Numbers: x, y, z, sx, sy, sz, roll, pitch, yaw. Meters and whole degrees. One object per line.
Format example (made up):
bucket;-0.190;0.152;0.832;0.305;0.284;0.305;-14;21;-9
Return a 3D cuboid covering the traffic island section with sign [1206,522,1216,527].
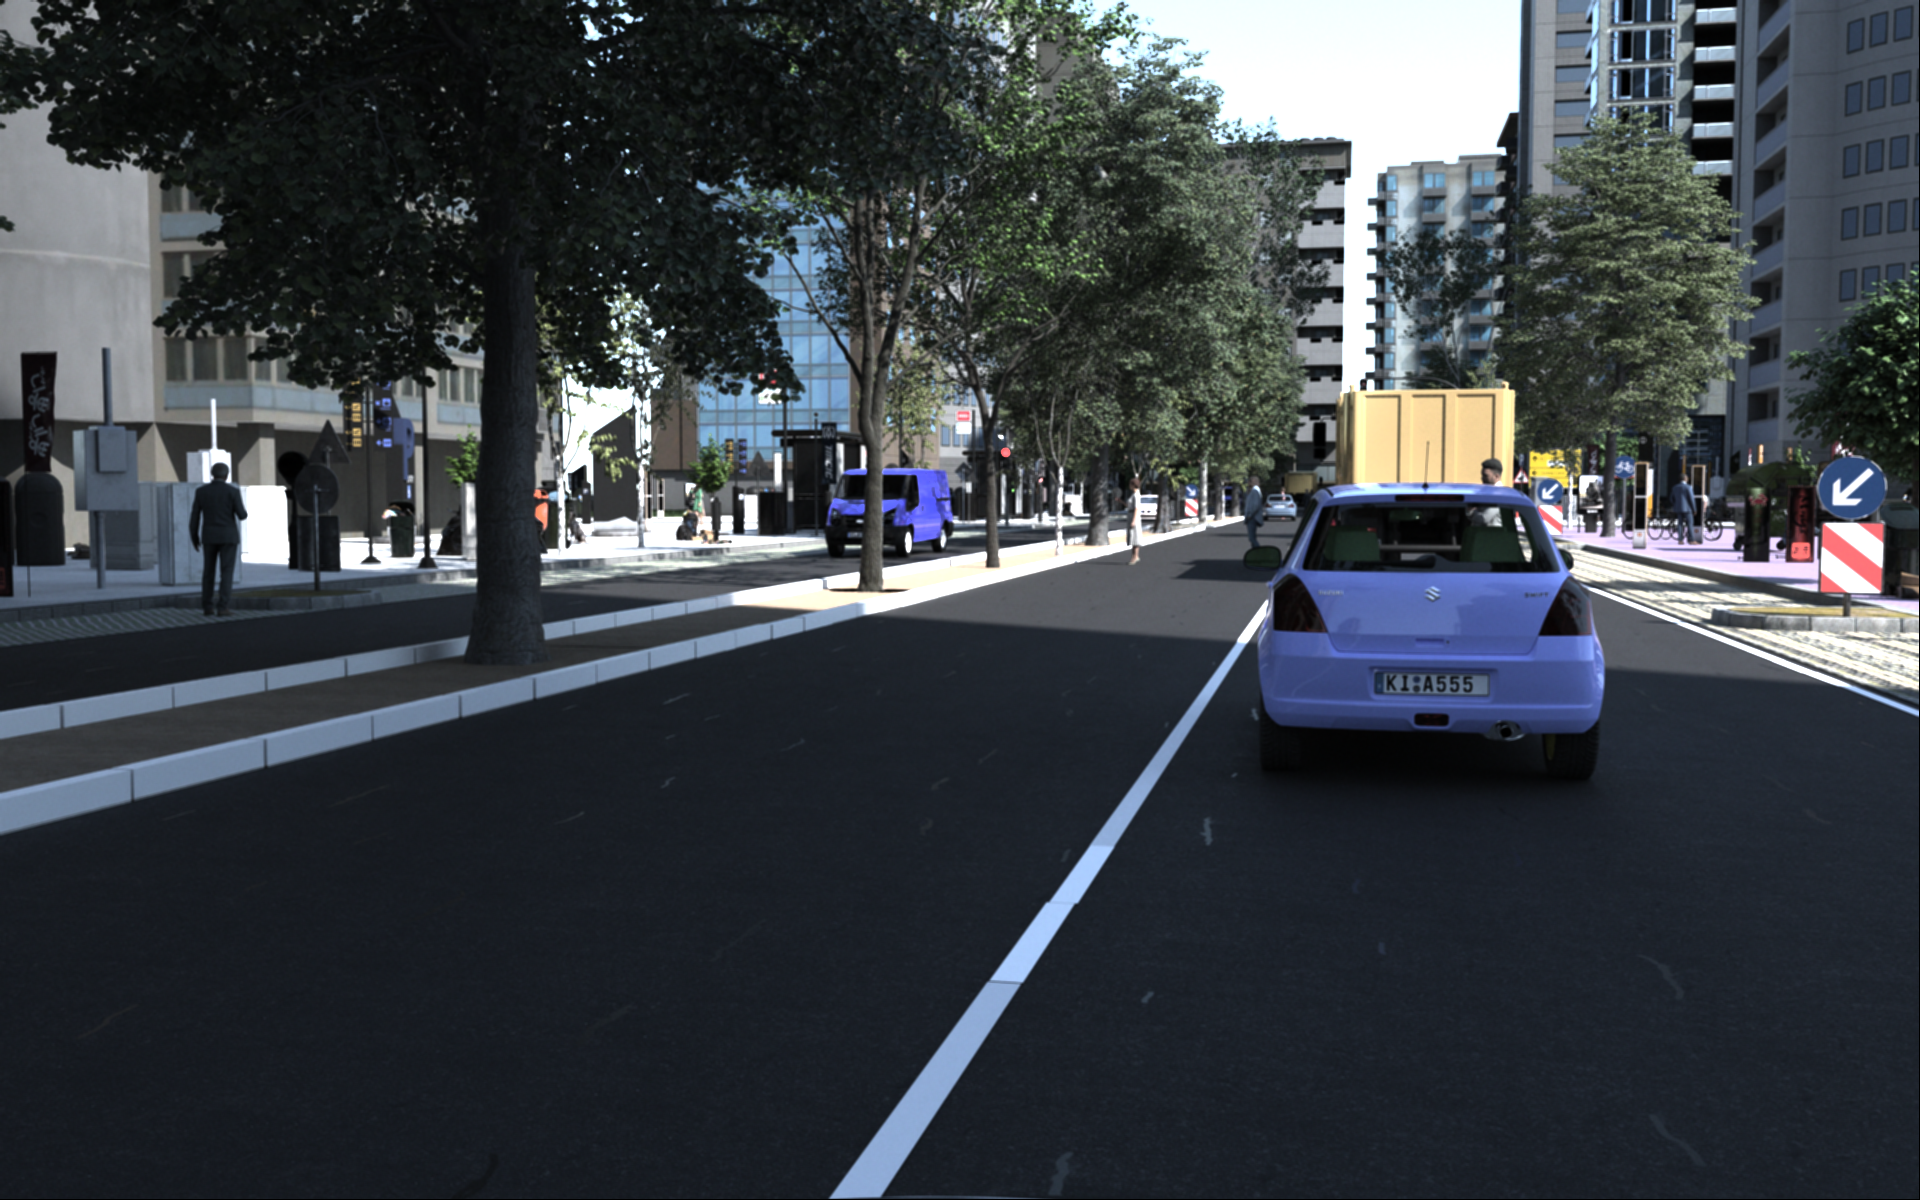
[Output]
traffic island section with sign;10.335;-4.215;77.044;2.006;1.907;1.989;1;4;12

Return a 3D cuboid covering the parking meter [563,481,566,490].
parking meter;-17.427;-4.290;75.851;0.255;1.863;0.399;1;4;11

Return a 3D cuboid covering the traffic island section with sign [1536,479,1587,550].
traffic island section with sign;15.145;-2.228;45.064;1.989;1.847;2.006;1;4;12

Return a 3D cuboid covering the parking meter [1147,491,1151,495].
parking meter;15.725;-8.278;143.762;0.372;1.533;0.369;0;3;0

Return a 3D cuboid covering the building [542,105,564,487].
building;-33.224;-20.306;103.698;14.107;30.474;14.160;1;4;12

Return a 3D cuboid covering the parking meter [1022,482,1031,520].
parking meter;3.347;-4.952;86.679;0.399;1.863;0.255;2;4;32

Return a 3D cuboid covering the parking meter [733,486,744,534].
parking meter;-7.158;-2.909;55.971;0.372;1.533;0.369;0;3;0

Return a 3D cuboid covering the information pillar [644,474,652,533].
information pillar;-10.454;-3.249;57.609;0.304;2.012;0.304;2;4;28

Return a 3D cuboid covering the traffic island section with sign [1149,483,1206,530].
traffic island section with sign;8.722;-3.772;69.814;2.006;1.907;1.989;1;4;12

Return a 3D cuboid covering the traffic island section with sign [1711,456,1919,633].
traffic island section with sign;9.307;-0.619;18.746;1.989;1.847;2.006;1;4;12

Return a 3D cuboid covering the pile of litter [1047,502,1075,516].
pile of litter;6.166;-5.390;102.093;1.176;0.858;1.719;-1;4;-19

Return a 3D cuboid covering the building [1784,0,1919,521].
building;55.854;-33.307;86.565;28.212;58.520;21.231;1;4;12

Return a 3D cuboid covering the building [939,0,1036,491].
building;-6.944;-36.206;133.973;21.231;58.520;28.212;1;4;12

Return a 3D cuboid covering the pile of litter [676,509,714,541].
pile of litter;-7.243;-2.088;48.102;1.176;0.858;1.719;2;4;30

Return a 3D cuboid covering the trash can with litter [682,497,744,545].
trash can with litter;-6.427;-2.050;44.575;1.678;1.210;2.233;0;4;-1

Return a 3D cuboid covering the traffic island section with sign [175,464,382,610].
traffic island section with sign;-8.586;-0.832;22.232;1.989;1.847;2.006;1;4;12

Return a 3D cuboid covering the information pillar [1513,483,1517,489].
information pillar;31.598;-5.775;98.921;0.304;2.012;0.304;-2;4;-32

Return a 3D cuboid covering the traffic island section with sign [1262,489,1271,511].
traffic island section with sign;26.601;-8.702;150.407;2.006;1.907;1.989;1;4;12

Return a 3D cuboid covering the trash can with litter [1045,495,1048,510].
trash can with litter;7.291;-7.884;139.966;2.233;1.210;1.678;-2;4;-34

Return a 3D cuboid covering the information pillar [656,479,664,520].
information pillar;-14.840;-4.969;85.741;0.304;2.012;0.304;-1;4;-23

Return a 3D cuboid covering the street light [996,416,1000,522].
street light;2.219;-6.508;78.944;1.470;5.913;1.316;1;4;12

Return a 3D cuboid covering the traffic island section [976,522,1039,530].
traffic island section;1.907;-2.985;71.079;2.009;0.180;2.903;1;4;12

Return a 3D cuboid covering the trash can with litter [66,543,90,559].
trash can with litter;-17.092;-1.403;34.331;0.624;1.170;1.055;2;4;29

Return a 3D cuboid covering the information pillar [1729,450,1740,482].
information pillar;41.284;-6.175;92.310;0.504;3.616;0.183;2;4;34

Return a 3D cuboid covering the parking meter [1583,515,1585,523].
parking meter;27.786;-4.350;76.832;0.255;1.863;0.399;1;4;18

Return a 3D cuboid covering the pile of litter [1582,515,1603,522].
pile of litter;29.665;-4.060;80.345;1.719;0.858;1.176;0;4;-1

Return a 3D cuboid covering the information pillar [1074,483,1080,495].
information pillar;7.606;-6.615;112.649;0.304;2.012;0.304;3;5;44

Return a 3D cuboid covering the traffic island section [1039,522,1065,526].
traffic island section;3.637;-3.461;78.875;2.009;0.180;2.903;1;4;12

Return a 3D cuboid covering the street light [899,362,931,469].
street light;-1.589;-5.432;61.347;1.470;5.913;1.316;1;4;12

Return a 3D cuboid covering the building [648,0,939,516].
building;-9.605;-27.828;105.107;14.600;45.320;14.200;1;4;12

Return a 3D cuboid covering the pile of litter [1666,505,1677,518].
pile of litter;38.191;-4.794;92.347;1.719;0.858;1.176;2;4;25

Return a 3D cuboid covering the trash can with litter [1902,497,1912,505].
trash can with litter;41.409;-3.836;73.769;2.233;1.210;1.678;3;5;43

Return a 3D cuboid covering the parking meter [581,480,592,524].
parking meter;-15.745;-4.120;73.073;0.399;1.863;0.255;0;4;0

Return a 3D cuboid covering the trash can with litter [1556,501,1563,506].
trash can with litter;36.935;-5.875;107.441;0.624;1.170;1.055;-1;4;-20

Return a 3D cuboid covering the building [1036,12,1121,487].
building;4.715;-34.078;180.875;21.300;48.544;21.600;1;4;12

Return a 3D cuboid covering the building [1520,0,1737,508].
building;54.942;-49.790;126.738;22.319;86.520;31.000;1;4;12

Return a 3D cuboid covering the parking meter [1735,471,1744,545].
parking meter;19.769;-2.318;43.602;0.255;1.863;0.399;-2;4;-29

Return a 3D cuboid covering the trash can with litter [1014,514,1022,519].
trash can with litter;3.126;-4.817;90.139;0.624;1.170;1.055;-2;4;-23

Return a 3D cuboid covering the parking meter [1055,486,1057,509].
parking meter;6.118;-6.564;113.030;0.255;1.863;0.399;3;5;45

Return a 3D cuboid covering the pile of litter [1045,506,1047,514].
pile of litter;6.019;-5.879;110.090;1.176;0.858;1.719;0;4;6

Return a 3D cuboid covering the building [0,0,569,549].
building;-25.776;-22.029;52.059;23.993;40.220;32.217;1;4;12

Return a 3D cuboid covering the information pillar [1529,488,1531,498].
information pillar;25.970;-4.520;78.396;0.304;2.012;0.304;-1;4;-10

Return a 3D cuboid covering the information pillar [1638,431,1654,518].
information pillar;22.645;-4.032;57.276;0.504;3.616;0.183;1;4;18

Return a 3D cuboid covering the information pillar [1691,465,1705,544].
information pillar;18.969;-2.449;44.535;0.304;2.012;0.304;2;4;28

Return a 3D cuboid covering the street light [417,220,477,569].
street light;-8.685;-3.494;29.662;1.470;5.913;1.316;1;4;12

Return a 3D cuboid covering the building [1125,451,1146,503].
building;6.620;-22.321;209.980;28.899;21.520;27.650;1;4;12

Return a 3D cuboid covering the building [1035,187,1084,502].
building;3.772;-23.939;163.110;14.160;30.474;14.107;1;4;12

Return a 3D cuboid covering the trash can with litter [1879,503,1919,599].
trash can with litter;11.849;-0.621;21.546;0.624;1.170;1.055;1;4;10

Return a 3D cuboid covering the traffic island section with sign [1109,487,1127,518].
traffic island section with sign;9.332;-5.770;102.974;1.989;1.847;2.006;1;4;12

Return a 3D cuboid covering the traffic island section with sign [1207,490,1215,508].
traffic island section with sign;26.011;-10.369;178.156;1.989;1.847;2.006;1;4;12

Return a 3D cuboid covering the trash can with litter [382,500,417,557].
trash can with litter;-11.332;-1.449;35.082;0.624;1.170;1.055;-1;4;-13

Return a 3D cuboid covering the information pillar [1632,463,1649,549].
information pillar;15.916;-2.202;40.496;0.304;2.012;0.304;2;4;25

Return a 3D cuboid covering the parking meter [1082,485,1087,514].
parking meter;7.917;-6.425;110.759;0.255;1.863;0.399;-1;4;-21

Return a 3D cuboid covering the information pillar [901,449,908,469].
information pillar;-2.906;-6.081;90.785;0.183;3.616;0.504;3;5;45
